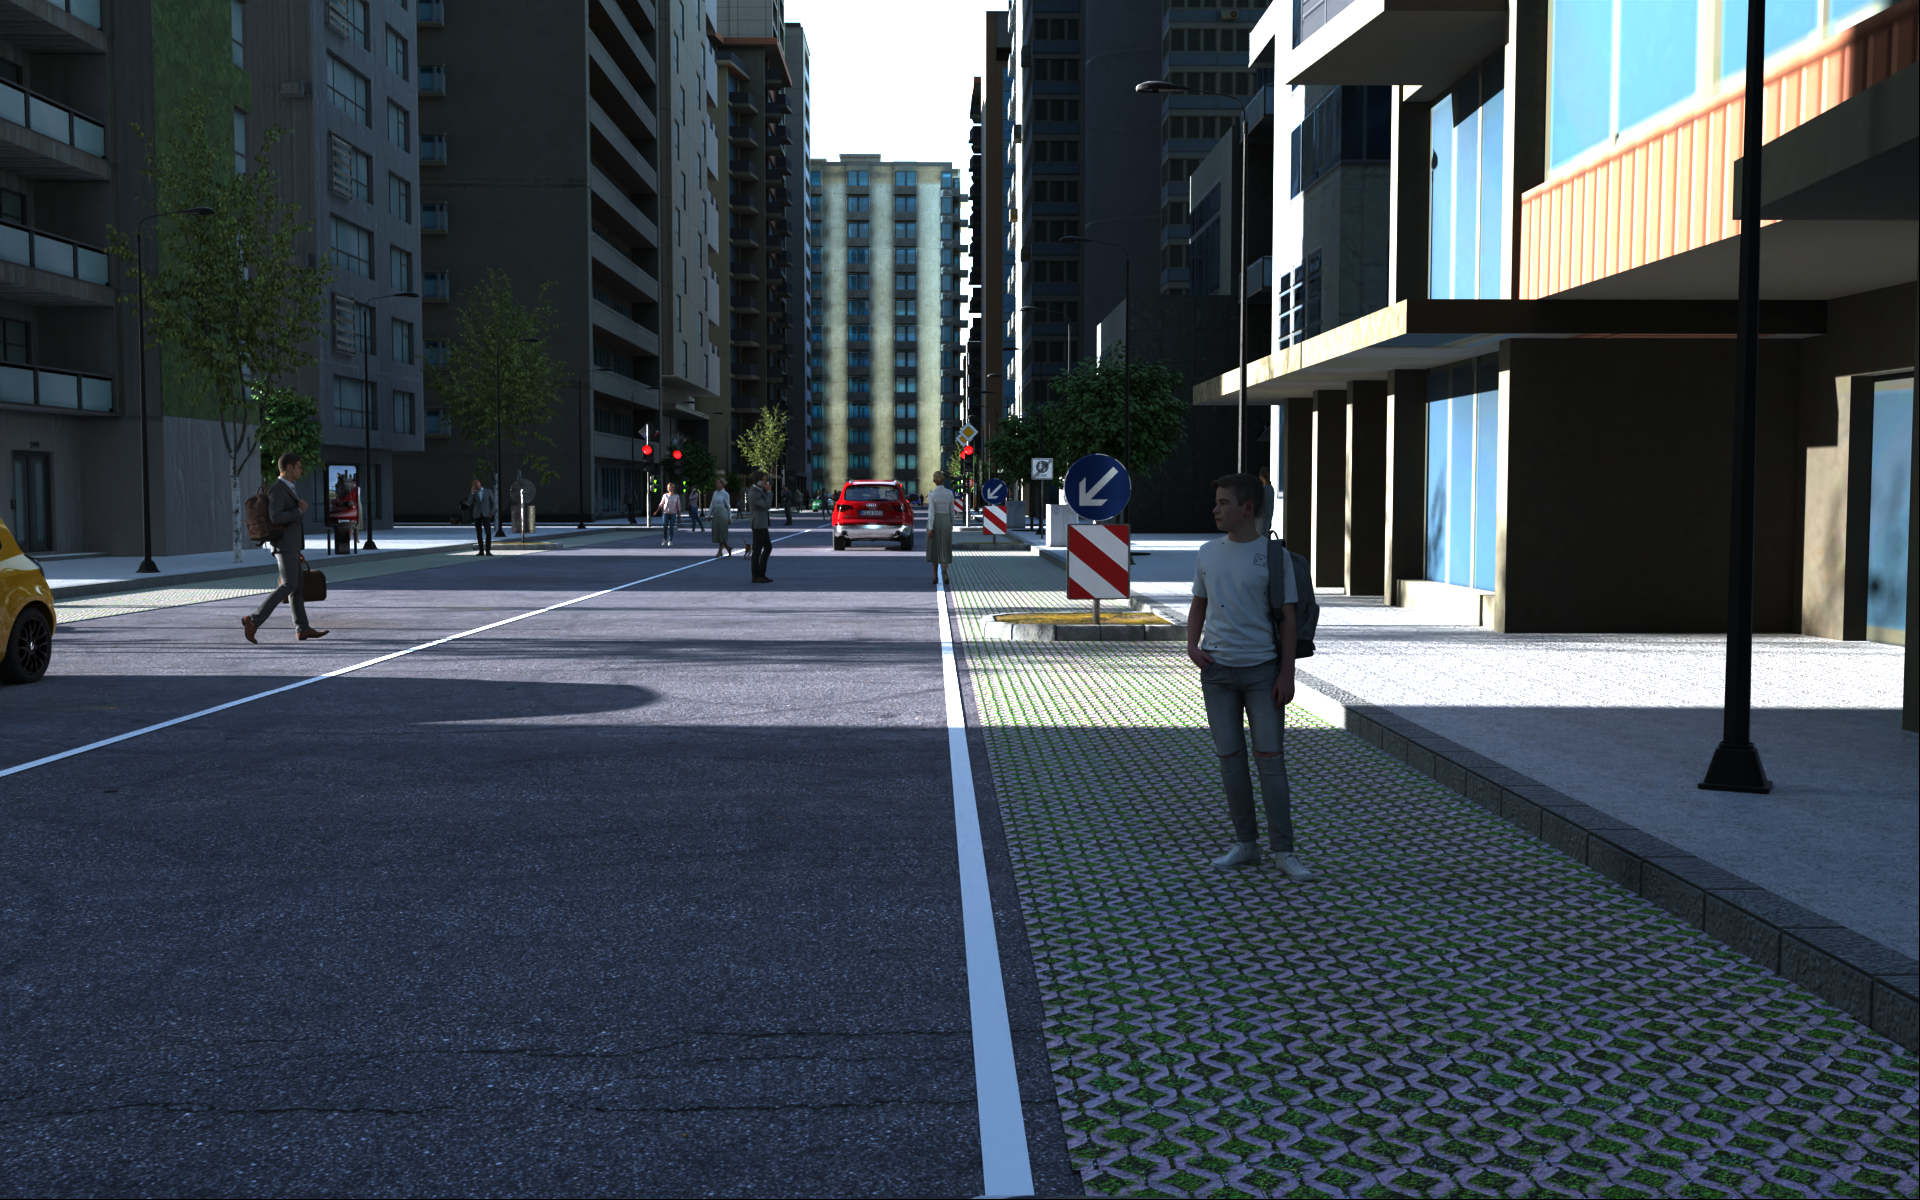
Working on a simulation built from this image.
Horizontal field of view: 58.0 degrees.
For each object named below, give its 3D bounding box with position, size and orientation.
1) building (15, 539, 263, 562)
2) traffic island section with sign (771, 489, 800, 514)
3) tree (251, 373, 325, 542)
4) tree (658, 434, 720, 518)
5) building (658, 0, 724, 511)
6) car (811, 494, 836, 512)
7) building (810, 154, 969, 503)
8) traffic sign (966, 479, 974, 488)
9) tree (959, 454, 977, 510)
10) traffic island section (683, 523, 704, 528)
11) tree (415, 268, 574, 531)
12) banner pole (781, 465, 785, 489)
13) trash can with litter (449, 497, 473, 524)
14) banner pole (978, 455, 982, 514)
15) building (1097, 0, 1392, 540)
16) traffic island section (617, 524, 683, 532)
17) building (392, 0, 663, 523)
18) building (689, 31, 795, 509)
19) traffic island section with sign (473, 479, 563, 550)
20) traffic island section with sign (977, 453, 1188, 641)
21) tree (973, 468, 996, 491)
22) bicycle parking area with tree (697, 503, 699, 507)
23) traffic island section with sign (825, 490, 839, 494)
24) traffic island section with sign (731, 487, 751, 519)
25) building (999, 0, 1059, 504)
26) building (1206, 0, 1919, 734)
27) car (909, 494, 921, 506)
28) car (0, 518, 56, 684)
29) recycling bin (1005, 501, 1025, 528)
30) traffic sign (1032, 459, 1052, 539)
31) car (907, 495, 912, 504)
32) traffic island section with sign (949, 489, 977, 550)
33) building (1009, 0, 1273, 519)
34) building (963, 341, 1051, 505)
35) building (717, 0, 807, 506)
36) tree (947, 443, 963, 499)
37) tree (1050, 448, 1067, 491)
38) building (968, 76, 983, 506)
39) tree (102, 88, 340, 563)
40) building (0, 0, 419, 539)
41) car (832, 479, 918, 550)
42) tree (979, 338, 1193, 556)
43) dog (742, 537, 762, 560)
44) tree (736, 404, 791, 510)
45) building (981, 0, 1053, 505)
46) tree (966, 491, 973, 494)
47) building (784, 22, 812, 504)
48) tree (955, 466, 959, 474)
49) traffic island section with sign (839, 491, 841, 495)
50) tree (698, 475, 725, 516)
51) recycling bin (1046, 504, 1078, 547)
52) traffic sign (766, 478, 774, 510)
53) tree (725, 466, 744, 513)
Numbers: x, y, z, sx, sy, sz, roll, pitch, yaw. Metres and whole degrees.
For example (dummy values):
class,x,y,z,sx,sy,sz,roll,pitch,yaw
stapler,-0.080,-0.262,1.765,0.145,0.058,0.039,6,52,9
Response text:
class,x,y,z,sx,sy,sz,roll,pitch,yaw
building,-23.299,-21.342,32.535,14.154,41.232,14.086,0,4,-1
traffic island section with sign,-12.811,-7.249,127.153,1.989,1.847,2.006,0,4,-1
tree,-18.900,-3.888,47.283,4.285,4.588,4.351,0,3,0
tree,-14.826,-6.796,94.824,4.285,4.588,4.351,0,3,0
building,-31.342,-32.390,118.815,28.713,52.752,27.495,0,4,-1
car,-10.886,-7.826,139.758,2.131,1.459,4.920,0,4,-1
building,-14.104,-38.336,246.404,30.456,49.044,23.786,0,4,-1
traffic sign,0.738,-8.645,141.450,0.768,2.556,0.104,0,4,6
tree,2.477,-4.685,60.308,4.285,4.588,4.351,0,3,0
traffic island section,-12.228,-3.240,75.250,2.009,0.180,2.903,0,4,-1
tree,-14.334,-6.455,55.896,4.737,8.622,4.395,0,3,0
banner pole,-15.252,-9.752,149.454,0.401,3.779,0.863,1,4,16
trash can with litter,-21.405,-3.844,74.229,1.055,1.170,0.624,0,4,5
banner pole,1.274,-7.393,110.887,0.401,3.779,0.863,-1,4,-19
building,16.685,-45.032,48.949,22.319,86.520,31.000,0,4,-1
traffic island section,-12.088,-2.751,67.266,2.009,0.180,2.903,0,4,-1
building,-27.366,-28.307,86.522,21.300,48.544,21.600,0,4,-1
building,-27.462,-31.178,164.385,22.147,44.769,28.867,0,4,-1
traffic island section with sign,-11.366,-2.213,44.802,1.989,1.847,2.006,0,4,-1
traffic island section with sign,1.226,-0.555,17.708,1.989,1.847,2.006,0,4,-1
tree,2.172,-7.419,115.909,1.663,3.219,1.824,0,3,0
bicycle parking area with tree,-26.005,-9.746,146.350,9.016,4.147,8.231,0,4,8
traffic island section with sign,-13.689,-10.305,177.112,1.989,1.847,2.006,0,4,-1
traffic island section with sign,-12.348,-5.601,100.202,1.989,1.847,2.006,0,4,-1
building,15.117,-31.380,132.677,23.786,49.044,30.456,0,4,-1
building,14.680,-21.877,12.320,22.147,44.769,28.867,0,4,-1
car,-5.638,-12.244,209.781,1.945,1.707,3.694,0,4,0
car,-7.860,-0.092,11.735,2.015,1.641,3.980,0,4,0
recycling bin,2.074,-3.200,64.868,0.722,1.027,0.722,0,4,0
traffic sign,2.349,-2.895,49.456,0.606,2.300,0.079,0,4,7
car,-4.940,-8.185,145.826,2.014,1.417,4.499,0,4,-2
traffic island section with sign,0.762,-2.206,44.694,1.989,1.847,2.006,0,4,-1
building,15.053,-24.561,93.447,23.993,40.220,32.217,0,4,-1
building,14.409,-22.379,210.939,27.650,21.520,28.899,0,4,-1
building,-27.379,-45.873,188.276,20.563,71.187,20.611,0,4,-1
tree,0.250,-16.977,227.942,4.737,8.622,4.395,0,3,0
tree,3.757,-3.811,56.905,1.663,3.219,1.824,0,3,0
building,12.053,-32.188,180.901,22.147,44.769,28.867,0,4,-1
tree,-13.396,-4.983,31.835,4.737,8.622,4.395,0,3,0
building,-26.655,-22.952,58.853,14.086,41.232,14.154,0,4,-1
car,-2.243,-2.258,45.589,2.281,1.827,5.304,0,4,-1
tree,3.244,-3.228,36.493,4.285,4.588,4.351,0,3,0
dog,-4.538,-1.148,38.056,0.406,0.507,0.540,0,4,3
tree,-15.655,-11.623,140.400,4.737,8.622,4.395,0,3,0
building,9.042,-31.145,159.335,14.600,45.320,14.200,0,4,-1
tree,0.683,-9.915,156.708,1.663,3.219,1.824,0,3,0
building,-32.728,-41.078,213.621,28.212,58.520,21.231,0,4,-1
tree,1.278,-9.759,143.273,4.285,4.588,4.351,0,3,0
traffic island section with sign,-14.175,-11.995,204.745,1.989,1.847,2.006,0,4,-1
tree,-15.203,-6.603,102.556,1.663,3.219,1.824,0,3,0
recycling bin,2.486,-1.811,42.172,0.722,1.027,0.722,0,4,-2
traffic sign,-14.969,-8.280,135.476,0.768,2.556,0.104,0,4,2
tree,-15.717,-7.618,119.149,1.663,3.219,1.824,0,3,0
